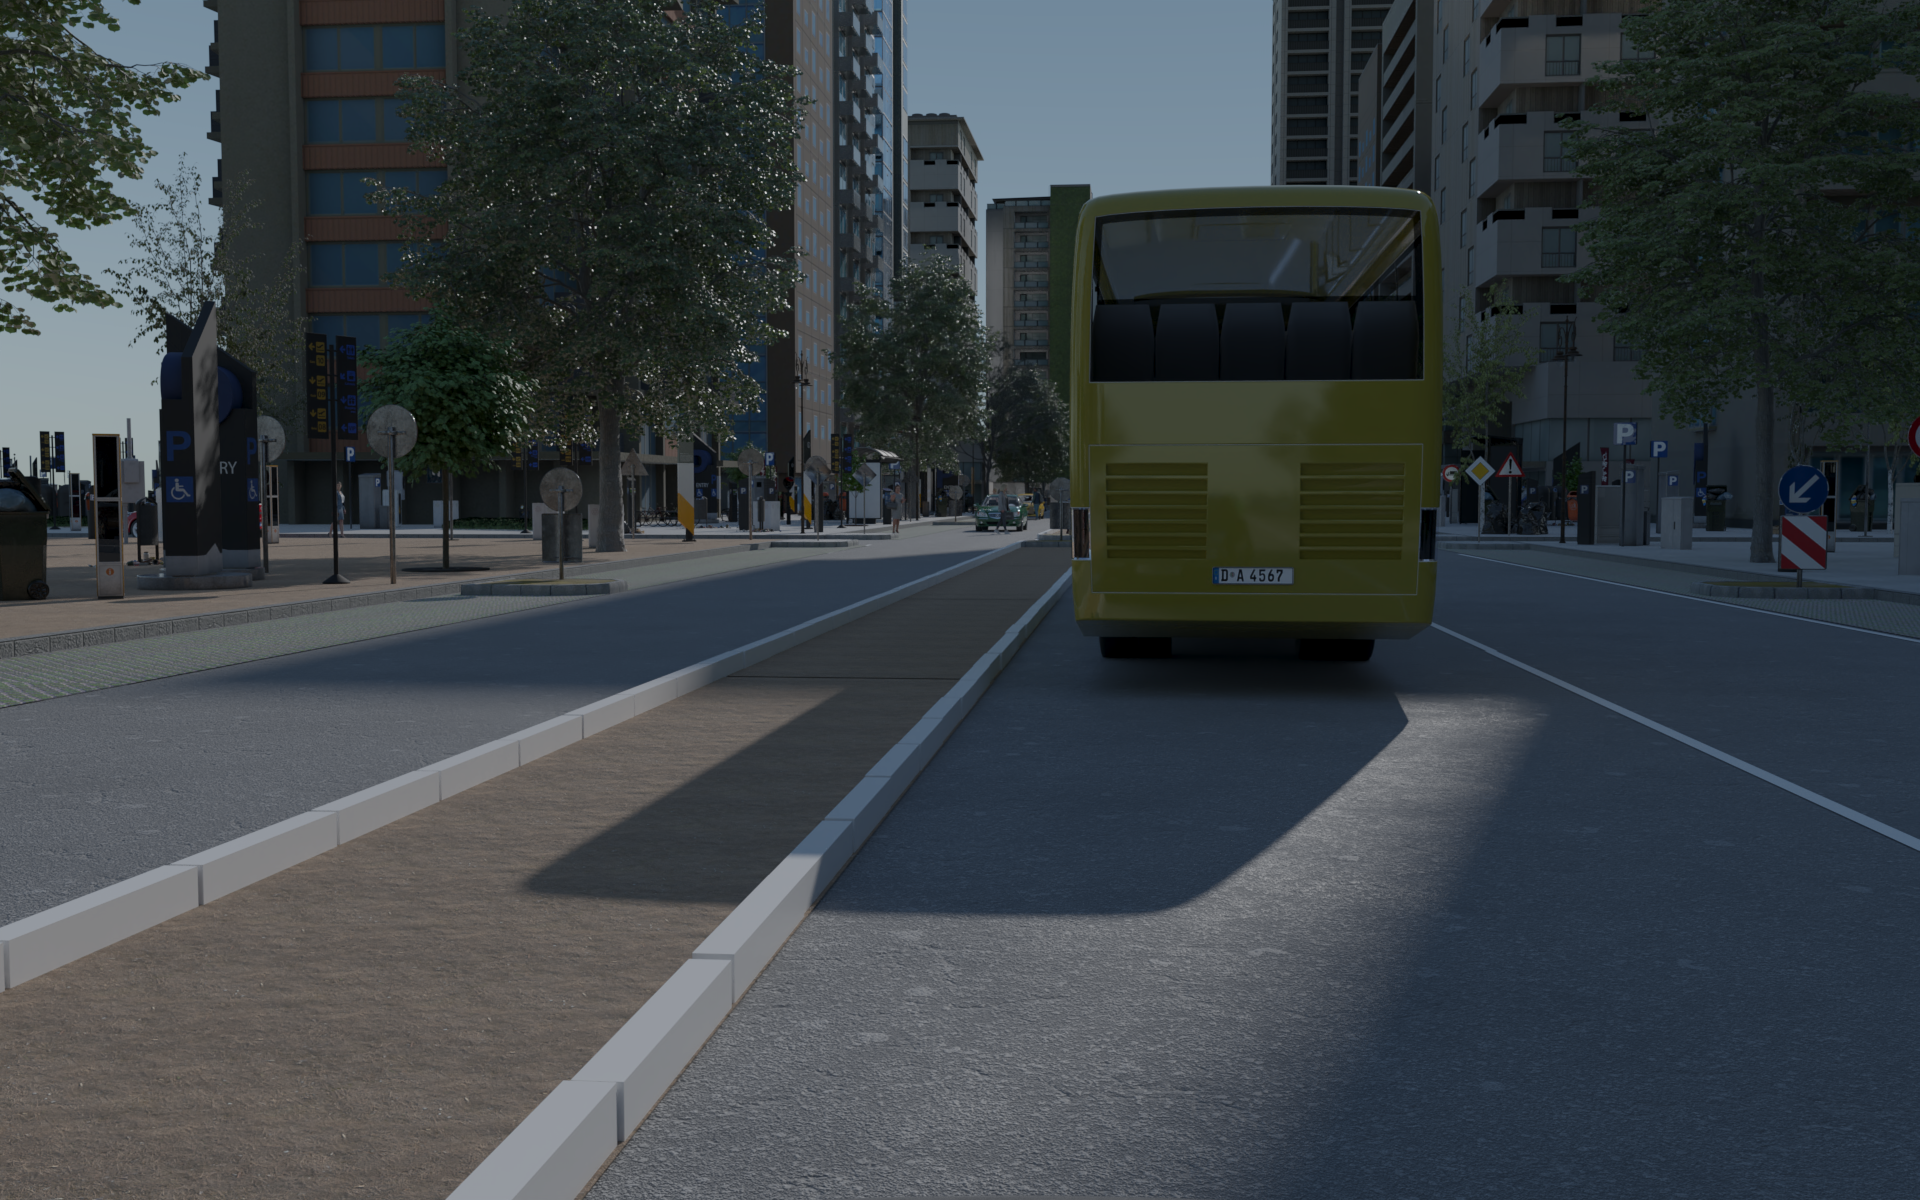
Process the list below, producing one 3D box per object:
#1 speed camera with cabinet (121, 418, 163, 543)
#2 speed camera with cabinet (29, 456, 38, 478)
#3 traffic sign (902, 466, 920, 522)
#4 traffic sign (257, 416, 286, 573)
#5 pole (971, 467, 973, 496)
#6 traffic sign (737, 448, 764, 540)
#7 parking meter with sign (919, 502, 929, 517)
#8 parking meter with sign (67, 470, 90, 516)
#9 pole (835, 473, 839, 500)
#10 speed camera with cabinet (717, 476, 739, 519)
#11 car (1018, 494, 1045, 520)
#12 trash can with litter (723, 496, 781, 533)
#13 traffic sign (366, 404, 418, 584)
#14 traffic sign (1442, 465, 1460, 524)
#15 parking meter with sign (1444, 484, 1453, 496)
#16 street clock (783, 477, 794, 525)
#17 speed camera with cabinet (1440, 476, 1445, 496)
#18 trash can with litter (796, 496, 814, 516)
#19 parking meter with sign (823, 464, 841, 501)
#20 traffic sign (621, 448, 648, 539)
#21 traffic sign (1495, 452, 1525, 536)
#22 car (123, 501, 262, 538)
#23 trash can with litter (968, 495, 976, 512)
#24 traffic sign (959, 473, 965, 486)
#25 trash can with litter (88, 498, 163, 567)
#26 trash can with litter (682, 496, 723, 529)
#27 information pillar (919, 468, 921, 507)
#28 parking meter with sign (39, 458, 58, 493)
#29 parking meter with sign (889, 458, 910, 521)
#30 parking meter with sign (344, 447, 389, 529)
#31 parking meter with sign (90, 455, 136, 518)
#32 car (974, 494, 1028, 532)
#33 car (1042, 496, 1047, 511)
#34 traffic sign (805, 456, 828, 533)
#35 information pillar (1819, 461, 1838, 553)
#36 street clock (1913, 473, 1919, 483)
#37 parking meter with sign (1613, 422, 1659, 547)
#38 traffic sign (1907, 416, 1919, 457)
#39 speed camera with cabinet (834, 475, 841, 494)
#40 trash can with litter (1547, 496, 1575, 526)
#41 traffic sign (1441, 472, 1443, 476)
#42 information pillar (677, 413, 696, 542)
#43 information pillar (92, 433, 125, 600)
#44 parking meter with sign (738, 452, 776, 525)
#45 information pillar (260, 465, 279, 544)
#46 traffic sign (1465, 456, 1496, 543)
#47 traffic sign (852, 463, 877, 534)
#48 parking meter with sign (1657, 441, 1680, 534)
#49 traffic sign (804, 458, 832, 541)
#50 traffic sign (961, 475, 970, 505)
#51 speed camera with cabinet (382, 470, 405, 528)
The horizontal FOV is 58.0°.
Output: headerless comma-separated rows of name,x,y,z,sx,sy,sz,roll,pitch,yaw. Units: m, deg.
speed camera with cabinet,-21.213,-3.143,45.727,2.038,3.252,0.660,-3,5,-40
speed camera with cabinet,-48.426,-5.782,88.864,2.038,3.252,0.660,0,4,2
traffic sign,-2.271,-4.871,79.644,0.884,2.594,0.081,1,4,14
traffic sign,-11.296,-1.713,28.117,0.768,2.556,0.104,1,4,12
pole,0.971,-8.376,130.795,0.158,3.312,0.155,0,3,0
traffic sign,-5.854,-2.953,48.393,0.768,2.556,0.104,1,4,10
parking meter with sign,-2.599,-6.205,97.718,1.738,3.016,0.543,0,4,6
parking meter with sign,-47.850,-6.011,94.546,1.738,3.016,0.543,0,4,-4
pole,-8.344,-7.555,117.374,0.158,3.312,0.155,0,3,0
speed camera with cabinet,-11.194,-5.443,83.329,2.038,3.252,0.660,0,4,-2
car,3.832,-5.385,98.260,2.015,1.641,3.980,0,4,7
trash can with litter,-6.893,-2.910,58.643,1.678,1.210,2.233,0,4,2
traffic sign,-8.090,-1.501,24.651,0.768,2.556,0.104,0,4,7
traffic sign,21.181,-4.561,74.680,0.768,2.556,0.104,1,4,13
parking meter with sign,28.837,-6.616,104.434,1.738,3.016,0.543,2,4,31
street clock,-7.155,-4.141,72.268,0.471,2.002,0.358,0,4,-4
speed camera with cabinet,22.199,-5.288,80.796,0.660,3.252,2.038,1,4,22
trash can with litter,-9.216,-5.621,103.291,1.055,1.170,0.624,-2,4,-24
parking meter with sign,-7.656,-6.423,101.278,0.543,3.016,1.738,-3,4,-38
traffic sign,-9.281,-3.007,49.165,0.884,2.594,0.081,0,4,7
traffic sign,16.945,-3.264,53.378,0.884,2.594,0.081,1,4,12
car,-23.610,-2.722,53.543,4.494,1.783,2.155,0,4,6
trash can with litter,1.128,-7.020,125.837,2.233,1.210,1.678,1,4,11
traffic sign,-0.091,-6.328,103.563,0.768,2.556,0.104,0,4,8
trash can with litter,-15.036,-1.239,31.310,1.678,1.210,2.233,1,4,11
trash can with litter,-9.368,-3.287,64.798,2.233,1.210,1.678,0,4,8
information pillar,-2.420,-6.453,96.862,0.504,3.616,0.183,2,4,35
parking meter with sign,-43.454,-5.233,81.822,0.543,3.016,1.738,0,4,5
parking meter with sign,-2.942,-5.374,84.134,0.543,3.016,1.738,1,4,14
parking meter with sign,-21.663,-4.116,63.565,1.738,3.016,0.543,1,4,16
parking meter with sign,-37.804,-4.965,77.441,1.738,3.016,0.543,0,4,6
car,1.645,-3.420,67.721,2.131,1.459,4.920,0,4,6
car,6.179,-7.923,142.124,1.945,1.354,3.894,0,4,7
traffic sign,-4.764,-3.502,57.364,0.768,2.556,0.104,1,4,9
information pillar,19.090,-2.055,38.090,0.304,2.012,0.304,1,4,17
street clock,32.103,-3.258,57.832,0.471,2.002,0.358,3,5,43
parking meter with sign,16.668,-2.850,42.853,0.543,3.016,1.738,3,4,36
traffic sign,14.979,-1.627,26.704,0.768,2.556,0.104,1,4,10
speed camera with cabinet,-8.415,-7.942,124.190,0.660,3.252,2.038,2,4,35
trash can with litter,24.055,-3.630,70.406,2.233,1.210,1.678,1,4,15
traffic sign,14.534,-3.056,53.609,0.795,2.450,0.064,0,4,6
information pillar,-7.354,-3.373,46.500,0.183,3.616,0.504,3,5,45
information pillar,-10.410,-1.021,21.178,0.304,2.012,0.304,-2,4,-25
parking meter with sign,-8.459,-4.627,71.915,0.543,3.016,1.738,3,5,39
information pillar,-17.786,-2.455,44.638,0.304,2.012,0.304,1,4,15
traffic sign,13.697,-2.570,45.668,0.795,2.450,0.064,0,4,6
traffic sign,-3.061,-3.170,55.477,0.795,2.450,0.064,0,4,6
parking meter with sign,22.823,-3.643,55.823,0.543,3.016,1.738,0,4,0
traffic sign,-3.898,-2.685,47.536,0.795,2.450,0.064,0,4,6
traffic sign,0.278,-7.094,116.092,0.768,2.556,0.104,1,4,11
speed camera with cabinet,-21.965,-4.457,67.200,0.660,3.252,2.038,-1,4,-10
